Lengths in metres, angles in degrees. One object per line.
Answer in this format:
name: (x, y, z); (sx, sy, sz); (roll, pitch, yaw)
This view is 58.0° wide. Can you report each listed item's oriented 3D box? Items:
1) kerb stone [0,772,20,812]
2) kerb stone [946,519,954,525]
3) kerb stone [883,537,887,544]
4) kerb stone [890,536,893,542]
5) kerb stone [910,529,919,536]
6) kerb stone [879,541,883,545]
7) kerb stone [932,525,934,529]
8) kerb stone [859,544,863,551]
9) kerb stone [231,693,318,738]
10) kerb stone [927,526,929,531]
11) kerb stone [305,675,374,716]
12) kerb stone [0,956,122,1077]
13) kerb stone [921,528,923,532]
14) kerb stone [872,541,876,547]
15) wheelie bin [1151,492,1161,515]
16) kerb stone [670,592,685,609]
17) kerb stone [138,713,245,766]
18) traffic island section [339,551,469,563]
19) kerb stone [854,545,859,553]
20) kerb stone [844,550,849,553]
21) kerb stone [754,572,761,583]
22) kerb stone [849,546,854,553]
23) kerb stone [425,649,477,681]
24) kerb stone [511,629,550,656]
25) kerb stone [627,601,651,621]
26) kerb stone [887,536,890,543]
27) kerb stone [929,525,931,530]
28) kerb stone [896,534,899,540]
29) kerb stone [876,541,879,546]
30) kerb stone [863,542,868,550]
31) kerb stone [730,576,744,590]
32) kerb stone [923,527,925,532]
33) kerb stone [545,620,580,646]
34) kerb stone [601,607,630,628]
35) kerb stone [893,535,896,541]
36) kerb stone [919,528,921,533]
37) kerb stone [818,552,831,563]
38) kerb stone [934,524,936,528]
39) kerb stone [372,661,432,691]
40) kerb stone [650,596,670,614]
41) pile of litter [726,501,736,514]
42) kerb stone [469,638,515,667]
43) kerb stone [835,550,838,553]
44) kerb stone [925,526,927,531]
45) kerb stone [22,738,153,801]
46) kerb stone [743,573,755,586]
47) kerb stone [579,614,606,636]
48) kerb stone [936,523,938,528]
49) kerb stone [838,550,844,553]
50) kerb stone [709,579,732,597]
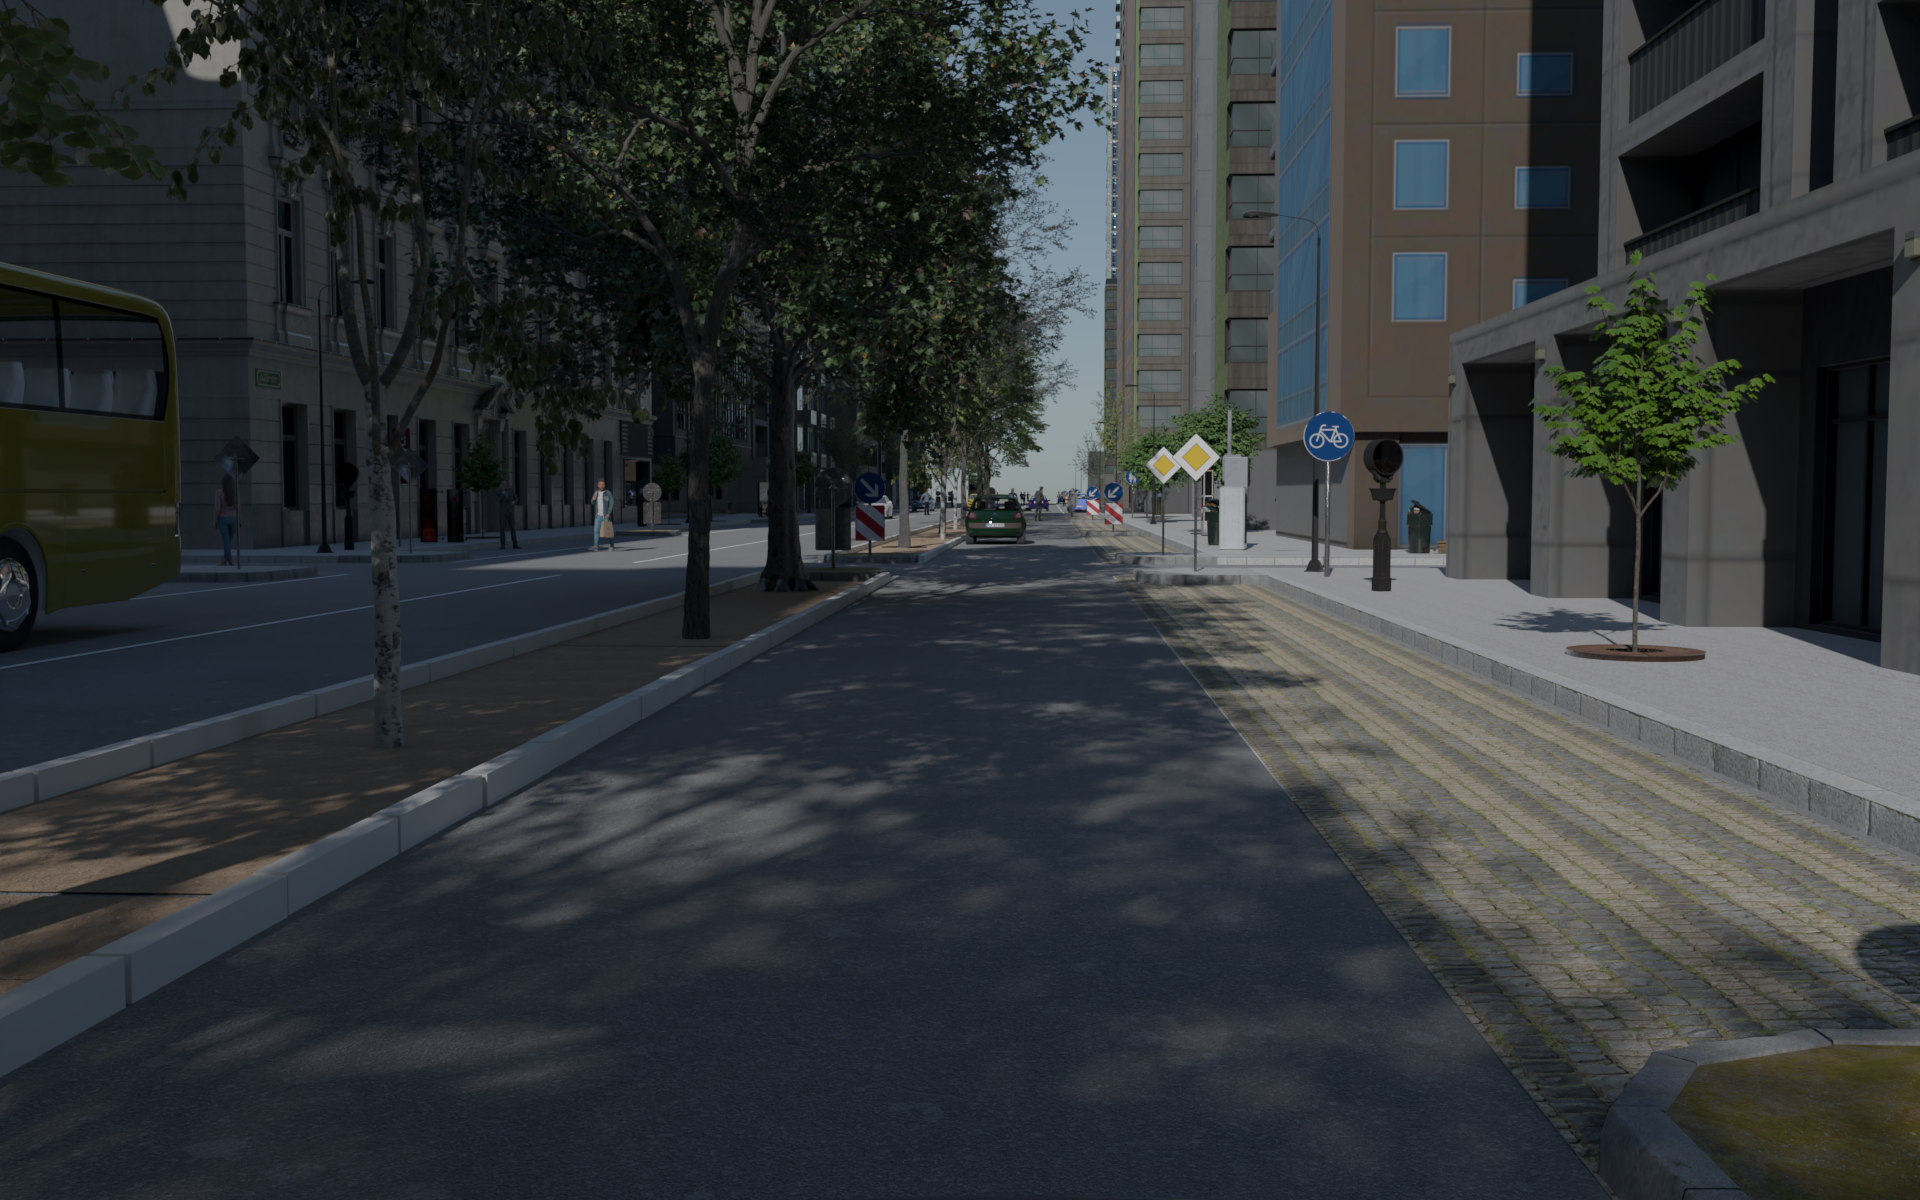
kerb stone: (-4.361, 0.899, 7.499); (0.120, 0.150, 1.000); (0, 4, 3)
kerb stone: (-0.504, -3.764, 83.786); (0.120, 0.150, 1.000); (0, 4, 3)
kerb stone: (-2.256, -1.641, 49.032); (0.120, 0.150, 1.000); (0, 4, 3)
kerb stone: (-2.165, -1.767, 51.089); (0.120, 0.150, 1.000); (0, 4, 3)
kerb stone: (-1.631, -2.388, 61.304); (0.120, 0.150, 1.000); (0, 4, 3)
kerb stone: (-2.317, -1.579, 48.009); (0.120, 0.150, 1.000); (0, 4, 3)
kerb stone: (-1.222, -2.884, 69.476); (0.120, 0.150, 1.000); (0, 4, 3)
kerb stone: (-2.573, -1.265, 42.876); (0.120, 0.150, 1.000); (0, 4, 3)
kerb stone: (-4.209, 0.714, 10.574); (0.120, 0.150, 1.000); (0, 4, 3)
kerb stone: (-1.378, -2.705, 66.414); (0.120, 0.150, 1.000); (0, 4, 3)
kerb stone: (-4.151, 0.648, 11.599); (0.120, 0.150, 1.000); (0, 4, 3)
kerb stone: (-2.412, 1.098, 4.332); (0.120, 0.150, 1.000); (0, 4, 3)
kerb stone: (-1.536, -2.517, 63.351); (0.120, 0.150, 1.000); (0, 4, 3)
kerb stone: (-2.415, -1.451, 45.951); (0.120, 0.150, 1.000); (0, 4, 3)
wheelie bin: (12.019, -5.938, 104.992); (0.980, 1.594, 0.693); (3, 5, 42)
kerb stone: (-3.635, 0.029, 21.857); (0.120, 0.150, 1.000); (0, 4, 3)
kerb stone: (-4.247, 0.773, 9.552); (0.120, 0.150, 1.000); (0, 4, 3)
traffic island section: (-11.902, -0.930, 37.481); (2.009, 0.180, 2.903); (0, 4, 3)
kerb stone: (-2.626, -1.200, 41.850); (0.120, 0.150, 1.000); (0, 4, 3)
kerb stone: (-2.722, -1.073, 39.805); (0.120, 0.150, 1.000); (0, 4, 3)
kerb stone: (-3.333, -0.355, 28.007); (0.120, 0.150, 1.000); (0, 4, 3)
kerb stone: (-2.678, -1.139, 40.826); (0.120, 0.150, 1.000); (0, 4, 3)
kerb stone: (-4.051, 0.523, 13.646); (0.120, 0.150, 1.000); (0, 4, 3)
kerb stone: (-3.941, 0.397, 15.702); (0.120, 0.150, 1.000); (0, 4, 3)
kerb stone: (-3.734, 0.146, 19.810); (0.120, 0.150, 1.000); (0, 4, 3)
kerb stone: (-2.201, -1.704, 50.059); (0.120, 0.150, 1.000); (0, 4, 3)
kerb stone: (-1.321, -2.767, 67.434); (0.120, 0.150, 1.000); (0, 4, 3)
kerb stone: (-2.048, -1.888, 53.132); (0.120, 0.150, 1.000); (0, 4, 3)
kerb stone: (-2.368, -1.515, 46.972); (0.120, 0.150, 1.000); (0, 4, 3)
kerb stone: (-2.511, -1.327, 43.897); (0.120, 0.150, 1.000); (0, 4, 3)
kerb stone: (-3.425, -0.230, 25.961); (0.120, 0.150, 1.000); (0, 4, 3)
kerb stone: (-1.482, -2.579, 64.372); (0.120, 0.150, 1.000); (0, 4, 3)
kerb stone: (-3.889, 0.334, 16.736); (0.120, 0.150, 1.000); (0, 4, 3)
kerb stone: (-3.788, 0.209, 18.783); (0.120, 0.150, 1.000); (0, 4, 3)
kerb stone: (-2.106, -1.830, 52.112); (0.120, 0.150, 1.000); (0, 4, 3)
kerb stone: (-1.587, -2.454, 62.325); (0.120, 0.150, 1.000); (0, 4, 3)
kerb stone: (-2.881, -0.889, 36.734); (0.120, 0.150, 1.000); (0, 4, 3)
kerb stone: (-1.177, -2.954, 70.498); (0.120, 0.150, 1.000); (0, 4, 3)
kerb stone: (-4.107, 0.586, 12.622); (0.120, 0.150, 1.000); (0, 4, 3)
kerb stone: (-3.688, 0.085, 20.836); (0.120, 0.150, 1.000); (0, 4, 3)
pile of litter: (-14.881, -5.881, 110.112); (1.176, 0.858, 1.719); (-2, 4, -34)
kerb stone: (-4.002, 0.460, 14.667); (0.120, 0.150, 1.000); (0, 4, 3)
kerb stone: (-2.832, -0.951, 37.754); (0.120, 0.150, 1.000); (0, 4, 3)
kerb stone: (-1.426, -2.639, 65.393); (0.120, 0.150, 1.000); (0, 4, 3)
kerb stone: (-4.304, 0.836, 8.526); (0.120, 0.150, 1.000); (0, 4, 3)
kerb stone: (-3.371, -0.293, 26.984); (0.120, 0.150, 1.000); (0, 4, 3)
kerb stone: (-3.839, 0.274, 17.758); (0.120, 0.150, 1.000); (0, 4, 3)
kerb stone: (-1.121, -3.015, 71.518); (0.120, 0.150, 1.000); (0, 4, 3)
kerb stone: (-2.773, -1.011, 38.780); (0.120, 0.150, 1.000); (0, 4, 3)
kerb stone: (-3.476, -0.161, 24.927); (0.120, 0.150, 1.000); (0, 4, 3)
